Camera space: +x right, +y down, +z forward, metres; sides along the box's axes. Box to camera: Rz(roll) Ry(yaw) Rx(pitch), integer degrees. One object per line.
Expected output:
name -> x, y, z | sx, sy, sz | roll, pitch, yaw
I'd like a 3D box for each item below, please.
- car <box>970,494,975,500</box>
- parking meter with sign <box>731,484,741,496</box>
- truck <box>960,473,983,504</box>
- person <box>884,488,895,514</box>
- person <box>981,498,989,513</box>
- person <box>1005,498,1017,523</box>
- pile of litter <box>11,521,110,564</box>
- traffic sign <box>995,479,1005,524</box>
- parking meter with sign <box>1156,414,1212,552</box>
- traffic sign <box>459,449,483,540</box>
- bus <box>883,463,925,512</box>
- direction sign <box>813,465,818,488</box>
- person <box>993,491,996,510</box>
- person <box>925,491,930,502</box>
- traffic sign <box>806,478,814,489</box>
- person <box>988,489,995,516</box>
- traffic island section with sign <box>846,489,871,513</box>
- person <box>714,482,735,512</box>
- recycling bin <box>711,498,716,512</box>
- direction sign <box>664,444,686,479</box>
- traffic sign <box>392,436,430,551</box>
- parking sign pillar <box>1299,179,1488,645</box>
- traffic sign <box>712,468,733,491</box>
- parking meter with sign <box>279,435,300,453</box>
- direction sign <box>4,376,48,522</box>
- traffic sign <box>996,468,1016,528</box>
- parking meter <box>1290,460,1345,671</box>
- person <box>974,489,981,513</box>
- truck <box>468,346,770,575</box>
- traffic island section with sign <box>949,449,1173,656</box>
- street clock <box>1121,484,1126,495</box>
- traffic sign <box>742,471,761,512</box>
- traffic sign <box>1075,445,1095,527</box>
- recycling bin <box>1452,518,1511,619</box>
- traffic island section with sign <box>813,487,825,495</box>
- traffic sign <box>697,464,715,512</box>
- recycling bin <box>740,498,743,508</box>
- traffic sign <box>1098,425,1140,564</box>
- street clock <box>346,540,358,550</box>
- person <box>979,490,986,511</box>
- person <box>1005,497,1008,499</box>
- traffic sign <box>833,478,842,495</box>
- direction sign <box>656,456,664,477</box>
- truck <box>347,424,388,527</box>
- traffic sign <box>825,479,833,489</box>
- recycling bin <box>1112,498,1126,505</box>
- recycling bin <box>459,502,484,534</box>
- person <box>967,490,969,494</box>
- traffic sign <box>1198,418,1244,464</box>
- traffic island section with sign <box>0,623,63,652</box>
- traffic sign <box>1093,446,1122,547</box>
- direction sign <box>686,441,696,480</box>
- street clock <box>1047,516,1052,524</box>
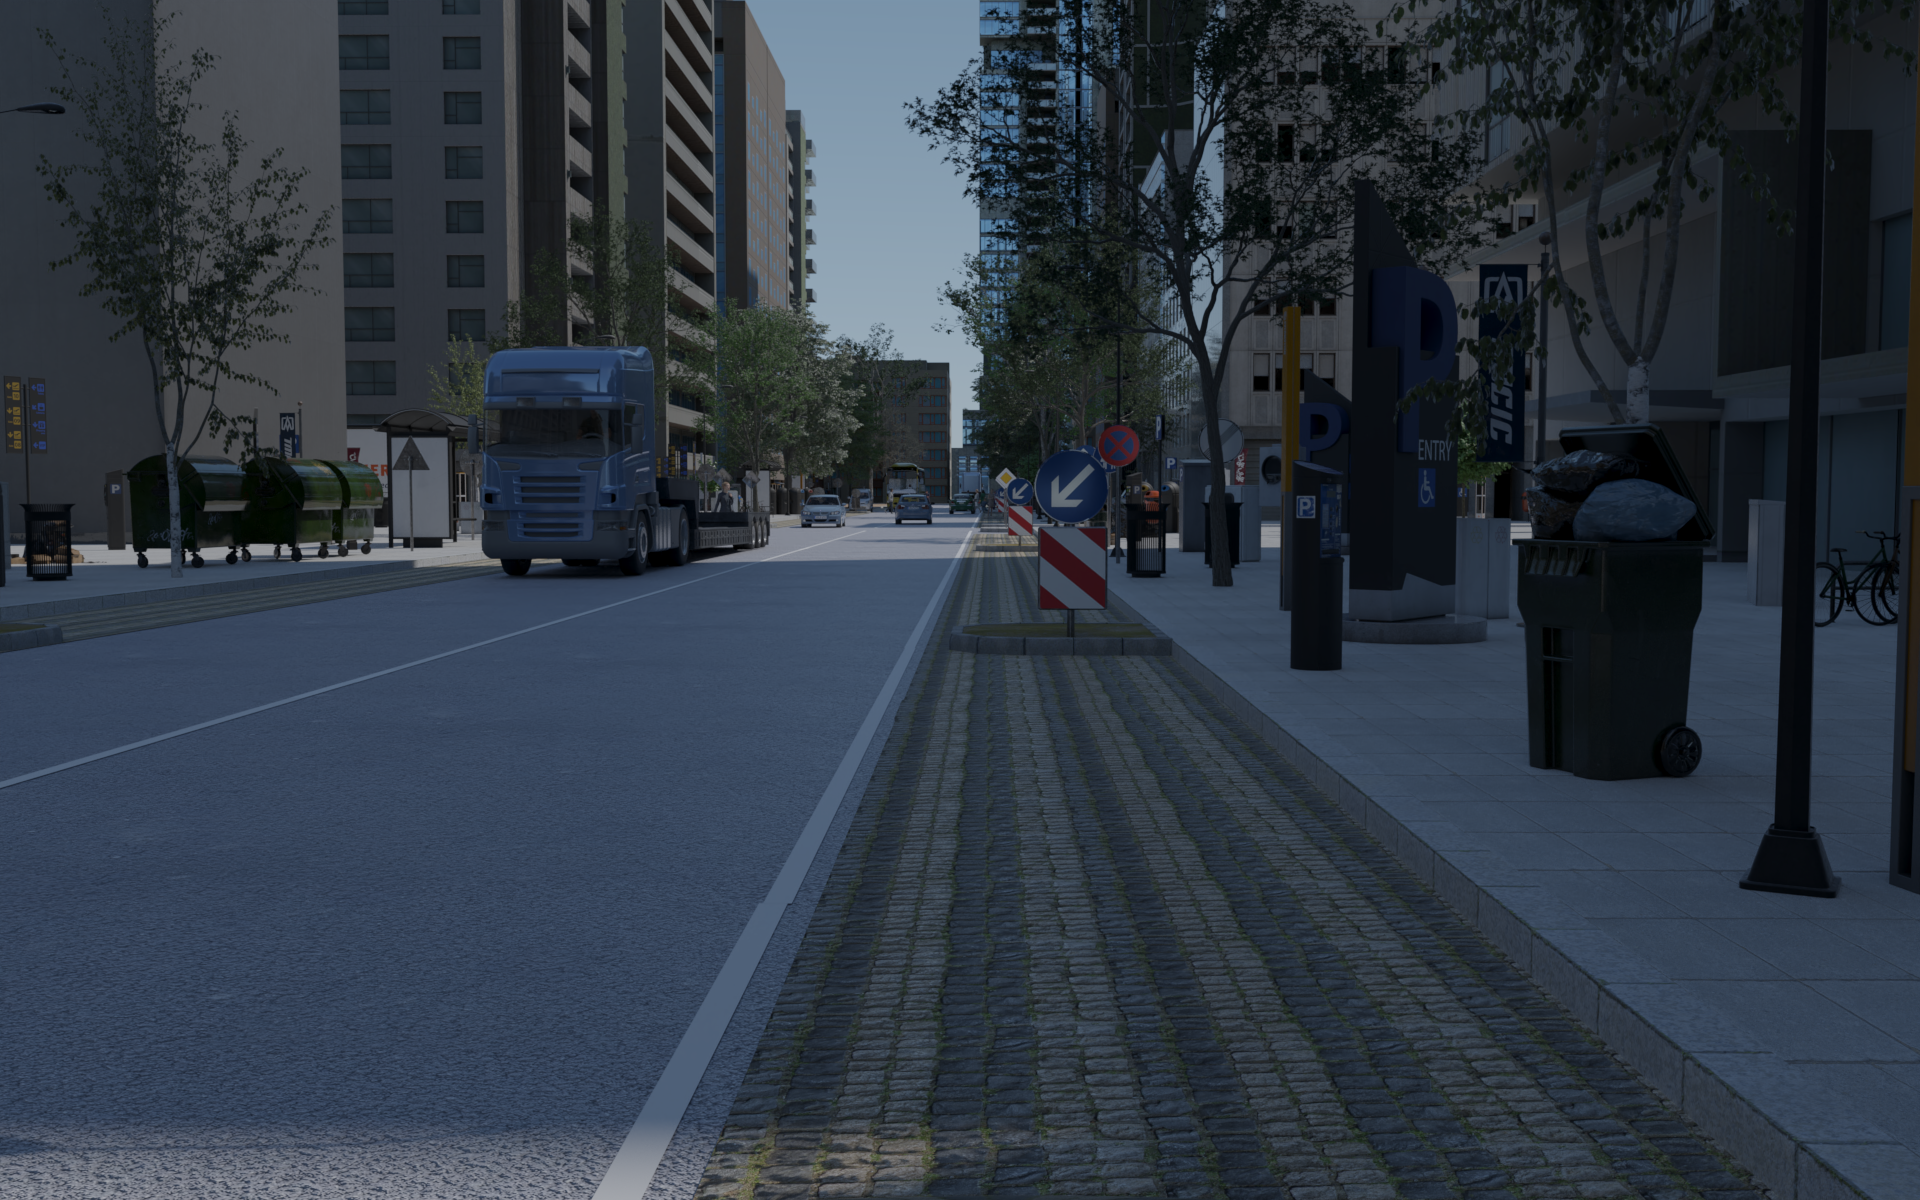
car -> 0.982, -10.823, 186.749 | 2.009, 1.686, 4.222 | 0, 4, 3
parking meter with sign -> -16.637, -8.081, 128.392 | 1.738, 3.016, 0.543 | -1, 4, -20
truck -> 1.360, -13.523, 210.856 | 2.967, 4.110, 18.799 | 0, 4, 1
person -> -5.062, -7.115, 124.676 | 0.795, 1.843, 0.661 | 0, 4, 4
person -> 1.849, -7.170, 131.222 | 1.012, 1.151, 0.738 | 2, 4, 34
person -> 2.545, -4.609, 84.205 | 0.721, 1.781, 0.623 | -3, 5, -42
pile of litter -> -16.800, -1.108, 32.080 | 1.719, 0.858, 1.176 | 0, 4, 4
traffic sign -> 1.892, -4.286, 73.724 | 0.795, 2.450, 0.064 | 0, 4, 1
parking meter with sign -> 5.229, -2.568, 38.243 | 1.738, 3.016, 0.543 | 0, 4, -6
traffic sign -> -13.519, -2.929, 47.995 | 0.768, 2.556, 0.104 | 1, 4, 10
bus -> -4.363, -9.083, 140.057 | 2.896, 3.916, 12.252 | 0, 4, 2
direction sign -> -10.435, -8.141, 125.099 | 0.379, 3.537, 0.876 | -2, 4, -31
person -> 3.119, -9.001, 156.602 | 0.436, 1.711, 0.756 | 0, 4, 7
person -> -3.379, -10.553, 181.496 | 0.683, 1.767, 0.568 | 0, 4, -3
traffic sign -> -11.820, -8.312, 136.006 | 0.768, 2.556, 0.104 | 0, 4, 1
person -> 1.995, -6.212, 110.404 | 0.599, 1.781, 0.374 | -2, 4, -30
traffic island section with sign -> -7.648, -7.312, 128.172 | 1.989, 1.847, 2.006 | 0, 4, 1
person -> -6.658, -2.441, 48.837 | 0.534, 1.772, 0.576 | 2, 4, 27
recycling bin -> -16.334, -6.390, 117.028 | 0.722, 1.027, 0.722 | 2, 4, 31
direction sign -> -12.667, -5.248, 77.797 | 0.876, 3.537, 0.379 | 0, 4, 5
traffic sign -> -12.256, -2.364, 38.663 | 0.884, 2.594, 0.081 | 1, 4, 8
parking sign pillar -> 3.957, -1.644, 15.353 | 1.447, 3.967, 1.447 | 3, 5, 40
traffic sign -> -9.041, -3.811, 65.949 | 0.795, 2.450, 0.064 | 0, 4, 1
parking meter with sign -> -19.520, -3.283, 49.933 | 0.543, 3.016, 1.738 | 0, 4, -7
direction sign -> -18.065, -2.542, 33.555 | 0.379, 3.537, 0.876 | 2, 4, 23
traffic sign -> 1.751, -3.798, 65.740 | 0.795, 2.450, 0.064 | 0, 4, 1
parking meter -> 2.620, -0.262, 12.699 | 0.372, 1.533, 0.369 | 0, 3, 0
person -> 1.297, -7.398, 129.813 | 0.624, 1.780, 0.694 | 2, 4, 28
truck -> -6.594, -2.916, 37.437 | 2.967, 4.110, 18.799 | 0, 4, 2
traffic island section with sign -> 0.903, -0.463, 16.202 | 1.989, 1.847, 2.006 | 0, 4, 1
street clock -> 11.989, -7.495, 127.108 | 0.358, 2.002, 0.471 | -3, 5, -44
traffic sign -> -8.900, -4.299, 73.933 | 0.795, 2.450, 0.064 | 0, 4, 1
traffic sign -> 3.273, -2.751, 45.092 | 0.768, 2.556, 0.104 | 0, 4, 6
recycling bin -> 5.203, -0.332, 17.979 | 0.722, 1.027, 0.722 | -2, 4, -31
traffic island section with sign -> -8.132, -5.602, 100.214 | 1.989, 1.847, 2.006 | 0, 4, 1
traffic sign -> -10.745, -4.477, 73.309 | 0.768, 2.556, 0.104 | 0, 4, 6
recycling bin -> -13.688, -5.667, 105.209 | 0.722, 1.027, 0.722 | 3, 5, 41
traffic sign -> 2.922, -1.946, 31.928 | 0.768, 2.556, 0.104 | 0, 4, 5
street clock -> -13.971, -2.151, 39.733 | 0.471, 2.002, 0.358 | -3, 5, -43
person -> 1.926, -8.227, 143.259 | 0.600, 1.795, 0.529 | -2, 4, -31
person -> 3.409, -7.442, 130.448 | 0.793, 1.790, 0.793 | 0, 4, -3
traffic sign -> -9.832, -8.508, 139.217 | 0.768, 2.556, 0.104 | 0, 4, 2
direction sign -> -17.823, -6.833, 103.720 | 0.876, 3.537, 0.379 | -3, 5, -44
truck -> -26.534, -4.990, 70.506 | 11.283, 4.237, 2.839 | 0, 4, 3
traffic sign -> -11.308, -9.120, 149.225 | 0.768, 2.556, 0.104 | 1, 4, 9
recycling bin -> 9.517, -5.585, 103.870 | 0.722, 1.027, 0.722 | -1, 4, -9
recycling bin -> -15.757, -2.649, 55.863 | 0.722, 1.027, 0.722 | -1, 4, -21
person -> 0.852, -10.201, 175.271 | 0.705, 1.826, 1.348 | -2, 4, -30
traffic sign -> 4.390, -1.780, 29.213 | 0.768, 2.556, 0.104 | 0, 4, 3
traffic island section with sign -> -9.627, -0.461, 16.162 | 1.989, 1.847, 2.006 | 0, 4, 1
traffic sign -> 3.600, -2.555, 41.878 | 0.768, 2.556, 0.104 | 1, 4, 11
direction sign -> -11.384, -5.030, 74.241 | 0.379, 3.537, 0.876 | 0, 4, -3
street clock -> 3.814, -4.215, 73.486 | 0.358, 2.002, 0.471 | 1, 4, 12
